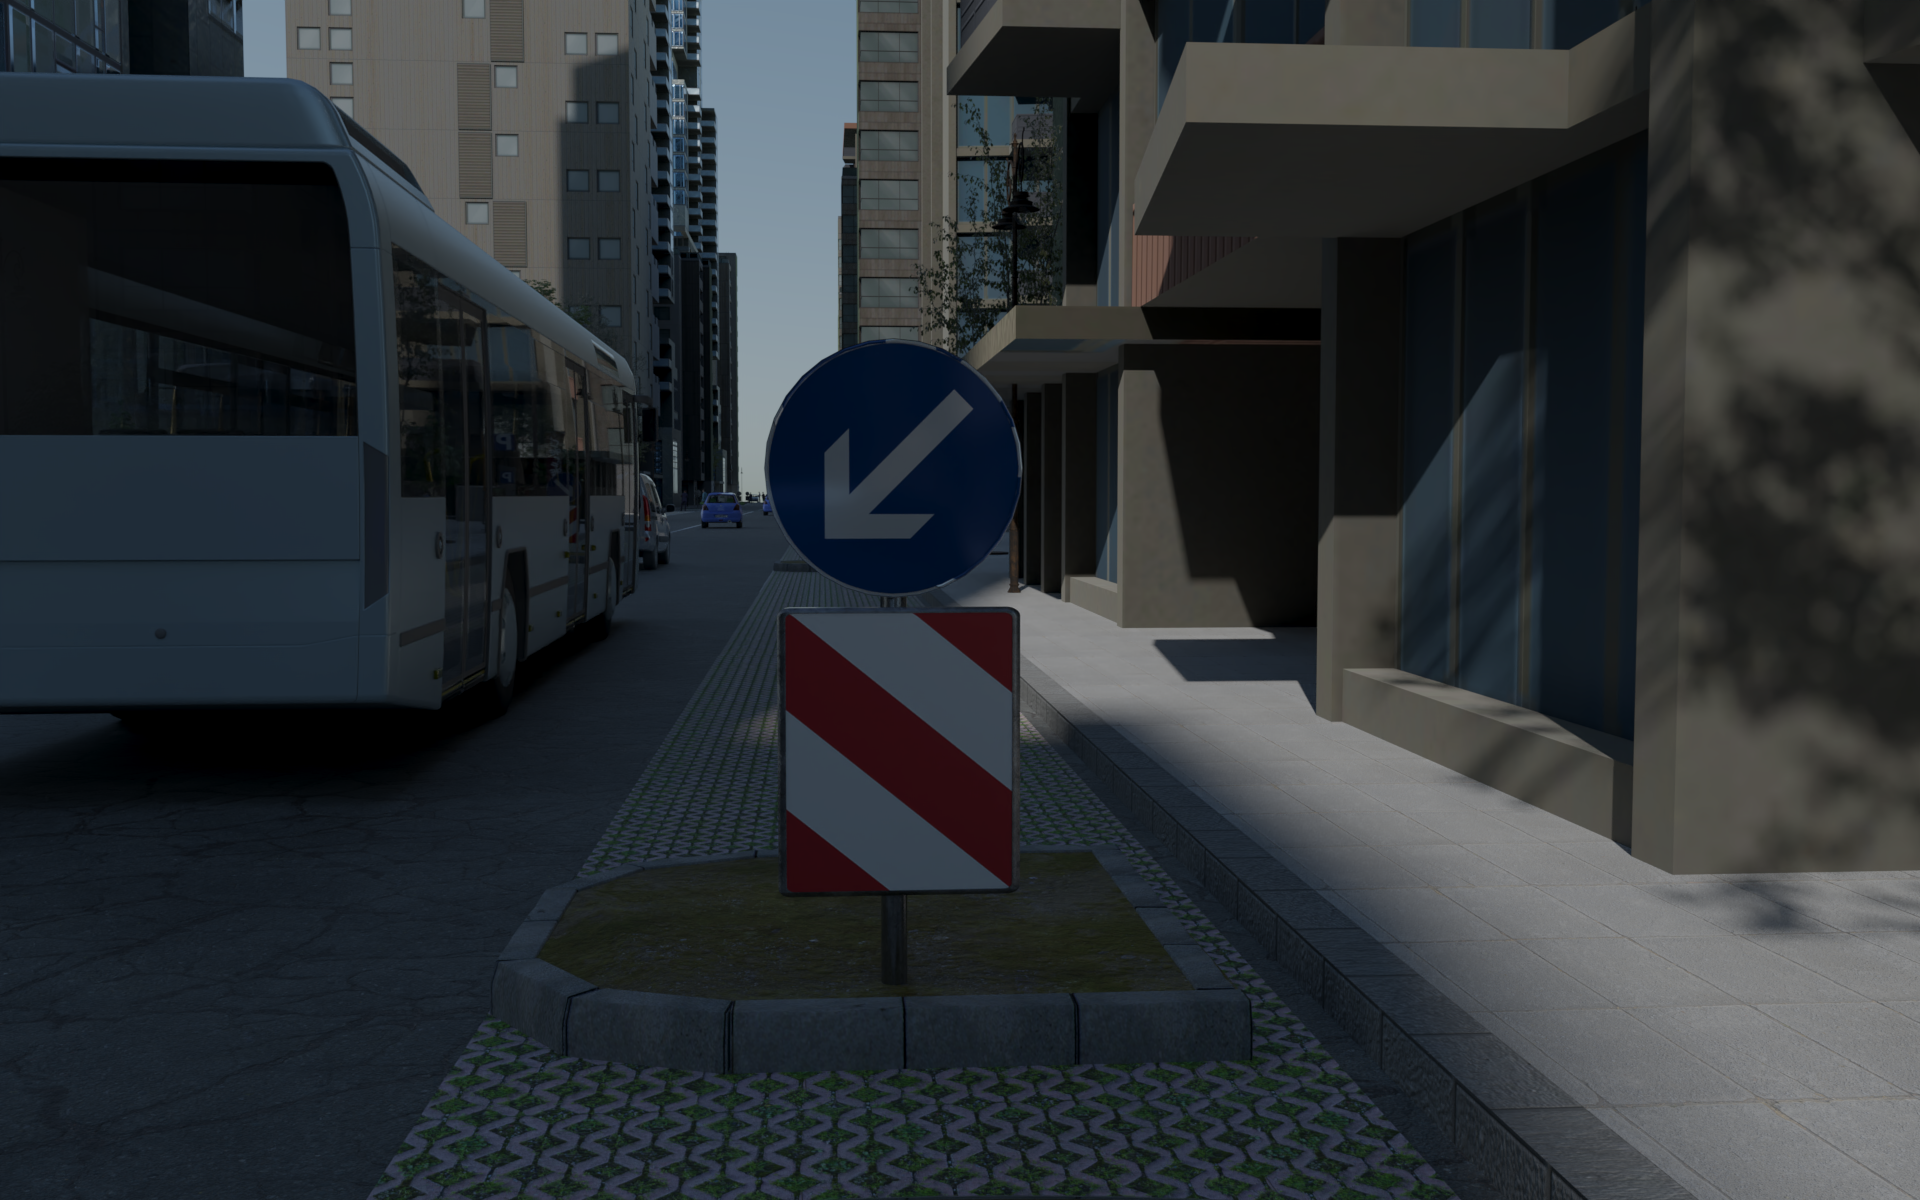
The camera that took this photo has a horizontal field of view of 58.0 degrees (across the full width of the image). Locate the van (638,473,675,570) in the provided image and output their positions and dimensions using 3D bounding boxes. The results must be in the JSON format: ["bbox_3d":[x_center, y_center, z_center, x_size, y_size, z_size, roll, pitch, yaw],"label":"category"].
[{"bbox_3d":[-6.681,-1.660,34.145,2.013,2.044,4.112,0,4,-4],"label":"van"}]

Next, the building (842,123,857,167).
[{"bbox_3d":[-2.694,-33.525,202.754,22.147,44.769,28.867,0,4,-5],"label":"building"}]

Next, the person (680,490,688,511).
[{"bbox_3d":[-23.016,-8.281,144.343,0.683,1.767,0.568,-1,4,-14],"label":"person"}]

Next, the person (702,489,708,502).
[{"bbox_3d":[-18.566,-7.207,126.352,0.620,1.820,0.660,1,4,16],"label":"person"}]

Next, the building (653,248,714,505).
[{"bbox_3d":[-36.642,-26.454,204.216,14.160,30.474,14.107,0,4,-5],"label":"building"}]

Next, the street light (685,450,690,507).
[{"bbox_3d":[-27.860,-12.479,176.820,0.468,5.910,1.993,0,4,-5],"label":"street light"}]

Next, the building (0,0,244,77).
[{"bbox_3d":[-33.342,-44.801,45.166,31.000,86.520,22.319,0,4,-5],"label":"building"}]

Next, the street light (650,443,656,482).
[{"bbox_3d":[-24.990,-10.304,141.264,0.468,5.910,1.993,0,4,-5],"label":"street light"}]

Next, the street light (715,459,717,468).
[{"bbox_3d":[-31.695,-15.416,224.838,0.468,5.910,1.993,0,4,-5],"label":"street light"}]

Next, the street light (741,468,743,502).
[{"bbox_3d":[-37.235,-19.746,295.626,0.468,5.910,1.993,0,4,-5],"label":"street light"}]

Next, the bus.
[{"bbox_3d":[-4.437,-1.183,14.199,2.948,3.499,13.247,0,4,-5],"label":"bus"}]

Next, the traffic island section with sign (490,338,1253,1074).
[{"bbox_3d":[-0.331,0.209,5.213,1.989,1.847,2.006,0,4,-5],"label":"traffic island section with sign"}]

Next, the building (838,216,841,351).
[{"bbox_3d":[-11.010,-35.045,256.571,14.154,41.232,14.086,0,4,-5],"label":"building"}]

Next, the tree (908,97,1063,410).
[{"bbox_3d":[0.961,-4.970,31.620,4.360,8.622,3.978,0,3,0],"label":"tree"}]

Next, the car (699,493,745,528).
[{"bbox_3d":[-10.125,-3.922,73.723,1.945,1.707,3.694,0,4,-6],"label":"car"}]

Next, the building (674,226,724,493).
[{"bbox_3d":[-48.509,-33.149,233.863,32.217,40.220,23.993,0,4,-5],"label":"building"}]

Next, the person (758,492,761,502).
[{"bbox_3d":[-34.476,-17.637,296.731,0.599,1.838,0.709,1,4,10],"label":"person"}]

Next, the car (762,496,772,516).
[{"bbox_3d":[-12.386,-6.564,116.907,1.945,1.707,3.694,0,4,-4],"label":"car"}]

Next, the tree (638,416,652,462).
[{"bbox_3d":[-24.295,-10.678,124.948,4.360,8.622,3.978,0,3,0],"label":"tree"}]

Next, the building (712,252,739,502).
[{"bbox_3d":[-43.854,-36.772,284.819,14.154,41.232,14.086,0,4,-5],"label":"building"}]

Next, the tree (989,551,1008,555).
[{"bbox_3d":[0.647,-2.586,36.879,1.663,3.219,1.824,0,3,0],"label":"tree"}]

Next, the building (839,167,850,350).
[{"bbox_3d":[-3.673,-23.519,156.239,14.160,30.474,14.107,0,4,-5],"label":"building"}]

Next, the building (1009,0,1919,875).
[{"bbox_3d":[11.332,-21.950,13.501,22.147,44.769,28.867,0,4,-5],"label":"building"}]

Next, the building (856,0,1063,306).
[{"bbox_3d":[1.206,-19.919,97.381,14.160,30.474,14.107,0,4,-5],"label":"building"}]

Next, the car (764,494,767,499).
[{"bbox_3d":[-29.018,-15.632,264.627,2.155,1.783,4.494,0,4,-5],"label":"car"}]

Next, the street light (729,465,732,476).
[{"bbox_3d":[-34.418,-17.574,260.129,0.468,5.910,1.993,0,4,-5],"label":"street light"}]

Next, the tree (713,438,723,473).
[{"bbox_3d":[-31.513,-16.256,216.152,4.737,8.622,4.395,0,3,0],"label":"tree"}]

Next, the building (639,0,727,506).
[{"bbox_3d":[-46.356,-57.976,260.585,22.319,86.520,31.000,0,4,-5],"label":"building"}]

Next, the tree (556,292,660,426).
[{"bbox_3d":[-23.284,-11.869,104.435,12.009,13.543,11.850,0,3,0],"label":"tree"}]

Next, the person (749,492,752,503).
[{"bbox_3d":[-32.389,-15.824,268.146,0.541,1.710,0.530,0,4,-2],"label":"person"}]

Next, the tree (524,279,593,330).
[{"bbox_3d":[-22.456,-10.645,92.165,7.486,12.596,7.792,0,3,0],"label":"tree"}]

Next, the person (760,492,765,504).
[{"bbox_3d":[-29.615,-15.311,259.366,0.750,1.759,0.617,-2,4,-32],"label":"person"}]

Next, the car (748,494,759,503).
[{"bbox_3d":[-34.616,-17.029,290.428,2.014,1.417,4.499,0,4,-5],"label":"car"}]

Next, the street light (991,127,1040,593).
[{"bbox_3d":[0.705,-3.032,22.357,0.468,5.910,1.993,0,4,-5],"label":"street light"}]

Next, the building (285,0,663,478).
[{"bbox_3d":[-40.931,-34.379,151.331,28.713,52.752,27.495,0,4,-5],"label":"building"}]

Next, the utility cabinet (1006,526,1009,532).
[{"bbox_3d":[1.528,-3.008,57.857,1.173,1.500,0.318,1,4,20],"label":"utility cabinet"}]
